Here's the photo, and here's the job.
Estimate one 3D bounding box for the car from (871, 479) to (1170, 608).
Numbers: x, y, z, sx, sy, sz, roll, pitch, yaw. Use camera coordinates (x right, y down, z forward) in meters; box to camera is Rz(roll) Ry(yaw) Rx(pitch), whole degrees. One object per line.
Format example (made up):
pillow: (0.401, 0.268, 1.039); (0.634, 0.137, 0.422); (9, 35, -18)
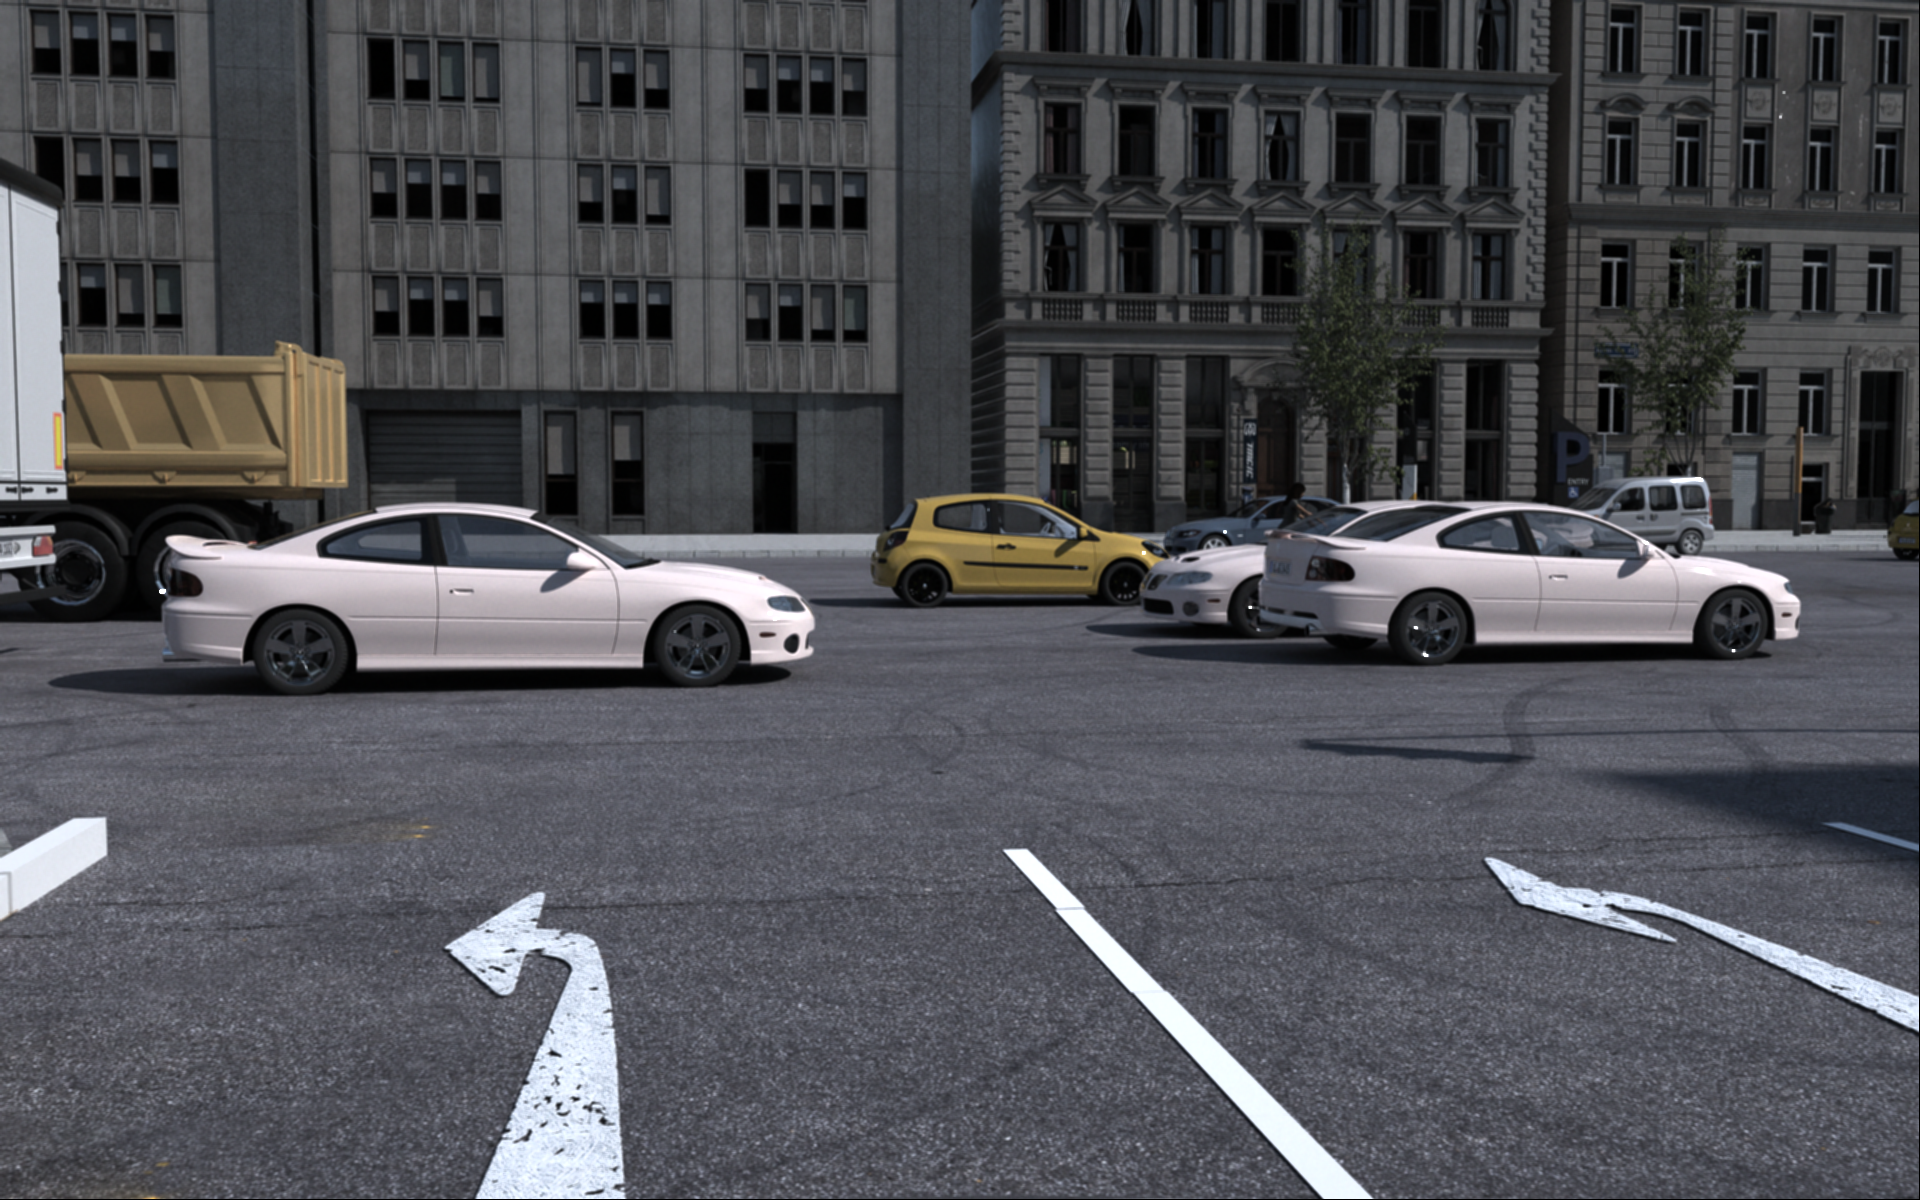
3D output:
car: (0.830, -0.761, 22.667); (3.980, 1.641, 2.015); (0, 4, -7)

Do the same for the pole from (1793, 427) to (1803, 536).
pole: (25.494, -3.599, 52.679); (0.158, 3.312, 0.155); (0, 3, 0)

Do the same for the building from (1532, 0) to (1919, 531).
building: (31.744, -16.460, 66.390); (25.104, 27.353, 12.463); (-1, 4, -9)

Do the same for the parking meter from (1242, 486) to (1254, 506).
parking meter: (9.330, -2.922, 56.179); (0.372, 1.533, 0.369); (0, 3, 0)

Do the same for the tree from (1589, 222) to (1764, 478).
tree: (19.790, -5.936, 47.415); (4.737, 8.622, 4.395); (0, 3, 0)

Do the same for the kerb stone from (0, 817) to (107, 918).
kerb stone: (-3.364, 0.968, 6.371); (0.120, 0.150, 1.000); (-1, 4, -9)

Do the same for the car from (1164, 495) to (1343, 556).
car: (6.442, -1.451, 35.729); (4.499, 1.417, 2.014); (-1, 4, -9)

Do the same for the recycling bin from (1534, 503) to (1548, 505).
recycling bin: (16.095, -2.225, 48.929); (0.722, 1.027, 0.722); (-3, 4, -39)

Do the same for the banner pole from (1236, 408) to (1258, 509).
banner pole: (8.313, -3.700, 50.506); (0.863, 3.779, 0.401); (-1, 4, -20)

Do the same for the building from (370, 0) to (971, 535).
building: (-10.427, -14.756, 59.281); (19.932, 24.808, 12.078); (-1, 4, -9)

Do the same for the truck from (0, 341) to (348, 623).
truck: (-12.391, -1.474, 20.017); (9.791, 3.379, 3.469); (-1, 4, -8)

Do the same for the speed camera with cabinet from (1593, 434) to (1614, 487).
speed camera with cabinet: (22.046, -3.864, 57.509); (2.038, 3.252, 0.660); (1, 4, 12)

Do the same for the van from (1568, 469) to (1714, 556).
van: (15.368, -2.040, 40.371); (4.112, 2.044, 2.013); (-1, 4, -10)

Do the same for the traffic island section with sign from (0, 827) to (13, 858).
traffic island section with sign: (-4.325, 0.149, 5.706); (2.006, 1.907, 1.989); (-1, 4, -9)

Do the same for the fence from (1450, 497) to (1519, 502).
fence: (17.083, -2.747, 56.115); (2.264, 1.192, 0.480); (3, 5, 41)

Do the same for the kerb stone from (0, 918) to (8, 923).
kerb stone: (-3.194, 1.034, 5.352); (0.120, 0.150, 1.000); (-1, 4, -9)

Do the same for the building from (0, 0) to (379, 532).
building: (-29.973, -14.457, 54.388); (19.932, 24.808, 12.078); (-1, 4, -9)

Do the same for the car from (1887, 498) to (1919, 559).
car: (22.266, -1.666, 37.459); (3.980, 1.641, 2.015); (-1, 4, -8)

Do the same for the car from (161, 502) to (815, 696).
car: (-3.539, -0.062, 13.380); (4.827, 1.381, 2.083); (-1, 4, -11)

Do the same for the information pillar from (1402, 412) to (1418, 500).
information pillar: (12.784, -3.542, 49.270); (0.183, 3.616, 0.504); (-2, 4, -30)

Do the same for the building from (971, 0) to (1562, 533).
building: (9.750, -14.226, 61.471); (19.941, 23.489, 11.050); (-1, 4, -9)

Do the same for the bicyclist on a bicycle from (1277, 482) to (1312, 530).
bicyclist on a bicycle: (5.390, -1.065, 27.439); (1.625, 1.676, 1.499); (-1, 4, -9)

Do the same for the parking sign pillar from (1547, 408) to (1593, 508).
parking sign pillar: (19.122, -4.023, 54.245); (1.447, 3.967, 1.447); (0, 4, -8)

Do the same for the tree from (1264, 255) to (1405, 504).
tree: (11.643, -6.252, 52.588); (4.360, 8.622, 3.978); (0, 3, 0)

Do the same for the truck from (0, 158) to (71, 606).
truck: (-13.488, -1.521, 13.775); (11.283, 4.237, 2.839); (-1, 4, -9)

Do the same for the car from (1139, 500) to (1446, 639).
car: (4.272, -0.358, 18.216); (4.827, 1.381, 2.083); (-1, 4, -11)

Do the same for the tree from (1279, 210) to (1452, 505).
tree: (10.223, -5.788, 45.004); (4.737, 8.622, 4.395); (0, 3, 0)

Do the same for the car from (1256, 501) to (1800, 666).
car: (5.083, -0.193, 15.521); (4.827, 1.381, 2.083); (-1, 4, -10)

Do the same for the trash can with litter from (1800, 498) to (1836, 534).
trash can with litter: (27.374, -2.691, 55.381); (1.055, 1.170, 0.624); (1, 4, 12)

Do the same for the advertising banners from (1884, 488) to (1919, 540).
advertising banners: (26.741, -3.167, 47.962); (0.090, 3.025, 2.074); (-3, 5, -40)
